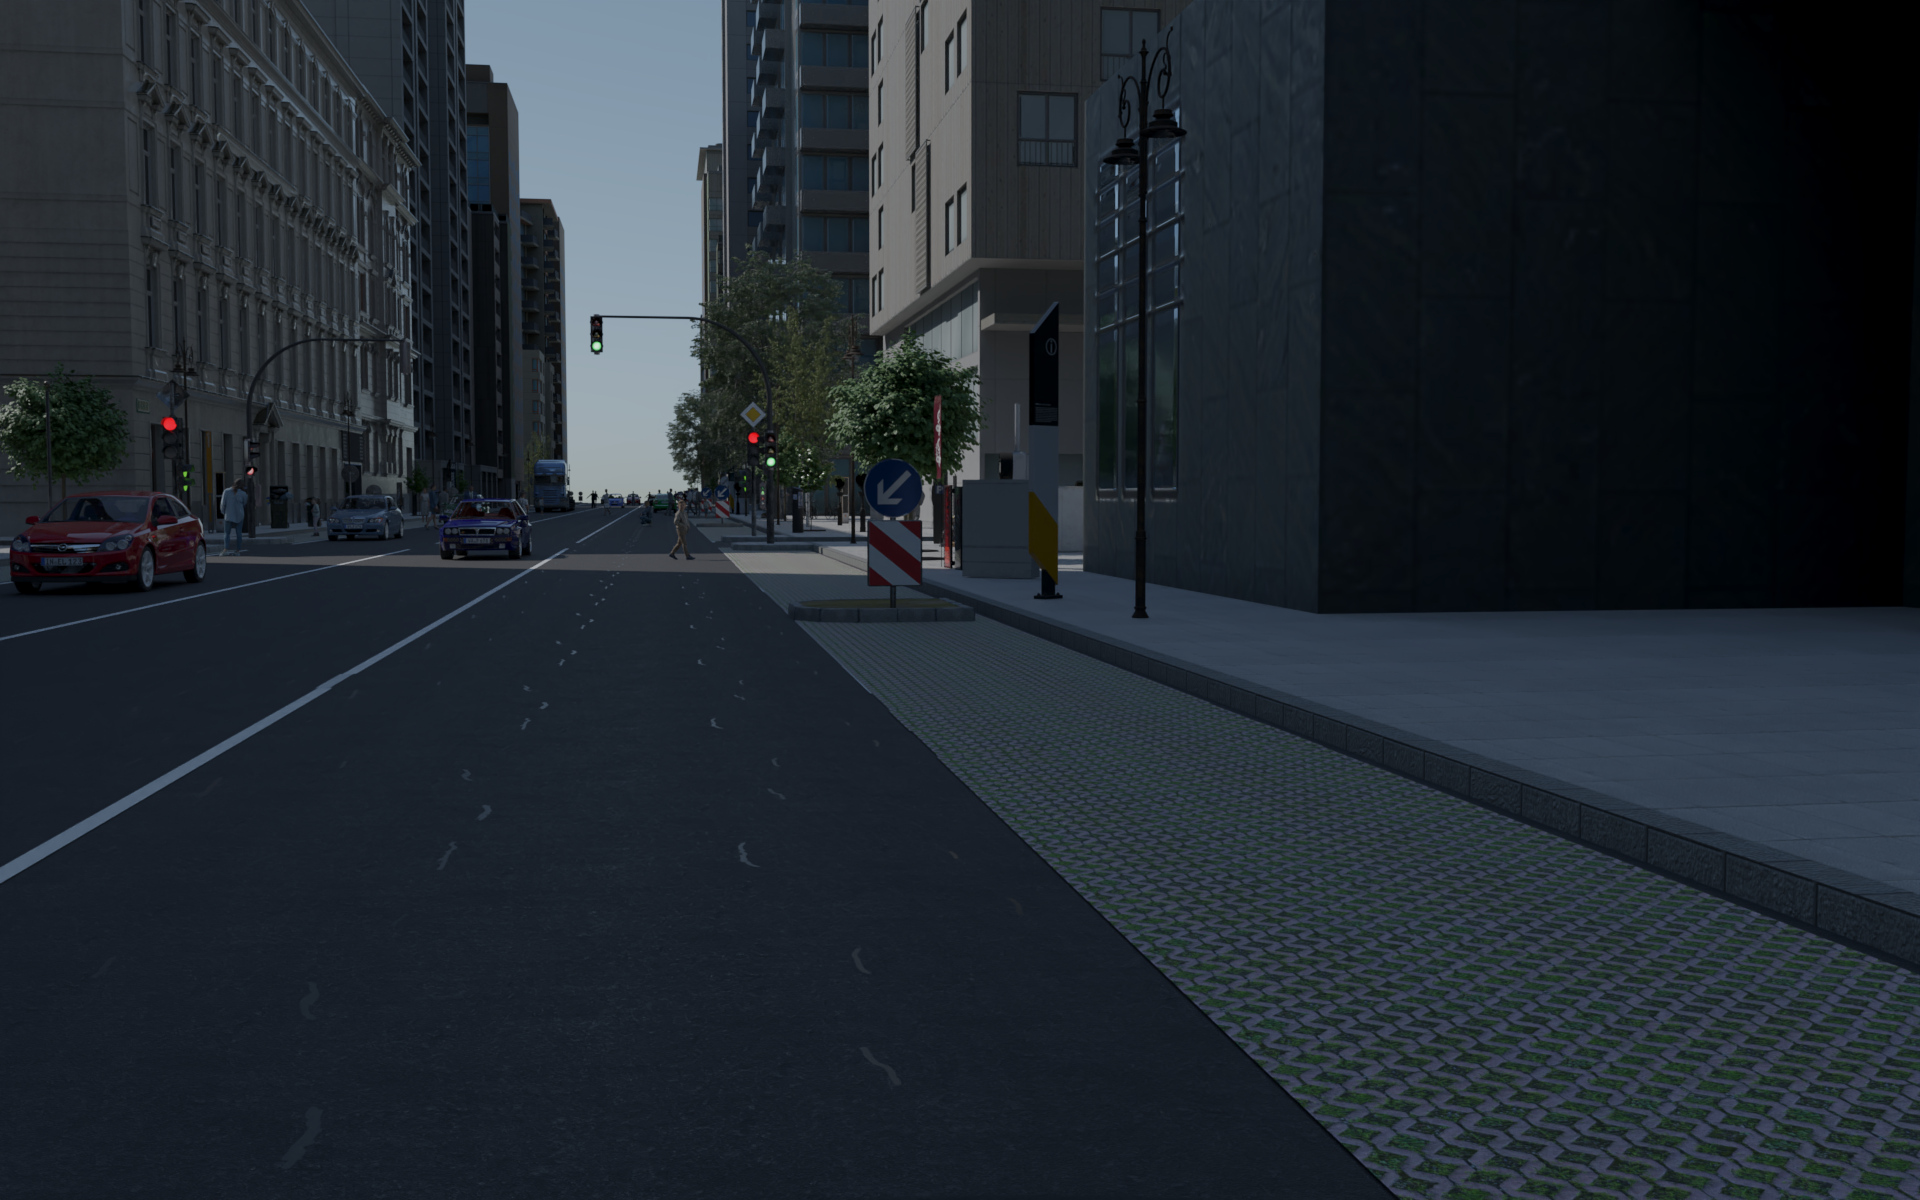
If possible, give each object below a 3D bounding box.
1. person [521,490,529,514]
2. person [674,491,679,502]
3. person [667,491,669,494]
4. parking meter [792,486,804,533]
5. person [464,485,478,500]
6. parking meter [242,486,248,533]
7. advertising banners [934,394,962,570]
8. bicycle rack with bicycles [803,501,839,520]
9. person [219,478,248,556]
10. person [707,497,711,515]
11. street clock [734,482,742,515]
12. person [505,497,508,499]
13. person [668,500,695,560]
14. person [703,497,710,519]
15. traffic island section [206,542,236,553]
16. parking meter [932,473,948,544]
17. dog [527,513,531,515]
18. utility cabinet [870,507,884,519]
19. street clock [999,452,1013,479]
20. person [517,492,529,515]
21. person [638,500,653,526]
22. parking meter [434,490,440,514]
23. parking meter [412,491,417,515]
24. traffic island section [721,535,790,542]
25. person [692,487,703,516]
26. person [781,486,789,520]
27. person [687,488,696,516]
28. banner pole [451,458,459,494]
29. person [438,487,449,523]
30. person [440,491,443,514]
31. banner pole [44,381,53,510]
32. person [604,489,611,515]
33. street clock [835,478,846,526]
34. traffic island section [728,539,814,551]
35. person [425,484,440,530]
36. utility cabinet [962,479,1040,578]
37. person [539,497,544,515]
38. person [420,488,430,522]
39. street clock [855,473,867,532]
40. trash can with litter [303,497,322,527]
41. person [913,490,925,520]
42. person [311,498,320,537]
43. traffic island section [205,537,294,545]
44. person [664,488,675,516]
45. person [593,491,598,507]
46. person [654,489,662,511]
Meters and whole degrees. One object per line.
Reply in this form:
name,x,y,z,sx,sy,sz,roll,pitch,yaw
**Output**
person,-31.192,-7.002,123.728,0.760,1.731,0.466,-2,4,-35
person,-29.694,-10.556,181.534,0.683,1.767,0.568,0,4,-6
person,-30.720,-10.599,182.339,0.990,1.755,0.434,-1,4,-19
parking meter,-5.358,-2.985,57.209,0.372,1.533,0.369,0,3,0
person,-20.488,-3.899,72.424,0.721,1.800,0.419,-3,4,-37
parking meter,-23.530,-2.962,56.845,0.372,1.533,0.369,0,3,0
advertising banners,-0.197,-2.063,29.910,0.090,3.025,2.074,-1,4,-14
bicycle rack with bicycles,-7.131,-4.575,88.180,2.852,0.926,2.925,1,4,16
person,-16.788,-1.911,40.005,0.793,1.790,0.793,2,4,25
person,-17.401,-6.753,119.669,0.466,1.731,0.760,-2,4,-33
street clock,-13.761,-6.282,107.286,0.471,2.002,0.358,-2,4,-32
person,-30.438,-6.269,116.018,0.505,1.210,0.382,0,3,0
person,-6.055,-1.527,37.739,0.640,1.303,0.475,1,4,9
person,-14.413,-5.214,98.439,0.332,1.250,0.352,3,4,36
traffic island section,-19.232,-1.234,42.460,2.009,0.180,2.903,-1,4,-10
parking meter,-0.520,-2.380,44.627,0.399,1.863,0.255,0,4,8
dog,-30.144,-6.109,120.076,0.748,0.427,0.550,0,4,2
utility cabinet,-4.082,-4.774,86.728,0.318,1.500,1.173,2,4,26
street clock,0.793,-1.549,29.897,0.358,2.002,0.471,0,4,-2
person,-15.333,-3.021,60.495,0.503,1.515,0.523,-2,4,-26
person,-14.239,-3.922,78.123,0.738,1.151,1.012,0,4,-2
parking meter,-33.390,-6.246,110.534,0.372,1.533,0.369,0,3,0
parking meter,-32.376,-5.936,102.758,0.255,1.863,0.399,-2,4,-23
traffic island section,-6.256,-1.866,52.784,2.009,0.180,2.903,-1,4,-10
person,-15.694,-5.824,103.815,0.679,1.850,0.850,-1,4,-11
person,-8.755,-4.932,86.871,0.526,1.800,0.537,2,4,24
person,-17.516,-6.343,112.302,0.850,1.850,0.679,-2,4,-24
banner pole,-34.756,-7.902,119.216,0.863,3.779,0.401,-3,5,-39
person,-25.684,-4.735,86.197,0.678,1.792,0.850,1,4,15
person,-33.985,-6.403,113.322,0.503,1.515,0.523,1,4,10
banner pole,-20.325,-2.976,38.681,0.401,3.779,0.863,-2,4,-26
person,-23.624,-6.550,115.937,0.624,1.780,0.694,-1,4,-19
street clock,-4.902,-4.041,70.640,0.471,2.002,0.358,0,4,2
traffic island section,-4.900,-1.384,44.914,2.009,0.180,2.903,-1,4,-10
person,-21.273,-3.747,69.785,0.654,1.822,0.581,-1,4,-22
utility cabinet,0.628,-1.084,26.400,1.173,1.500,0.318,2,4,27
person,-28.036,-6.291,116.035,0.332,1.250,0.352,1,4,15
person,-26.927,-4.776,87.154,0.480,1.755,0.524,-2,4,-28
street clock,-3.266,-3.279,58.183,0.471,2.002,0.358,0,4,4
trash can with litter,-25.309,-3.448,67.766,0.624,1.170,1.055,-1,4,-12
person,-1.431,-3.026,55.620,0.679,1.850,0.850,1,4,20
person,-21.679,-2.779,58.216,0.425,1.301,0.394,3,5,40
traffic island section,-20.588,-1.716,50.330,2.009,0.180,2.903,-1,4,-10
person,-19.333,-6.546,115.640,0.853,1.813,0.709,-3,4,-38
person,-39.287,-10.838,186.145,0.683,1.767,0.568,-2,4,-27
person,-25.532,-8.469,146.973,0.705,1.823,1.348,3,5,39
